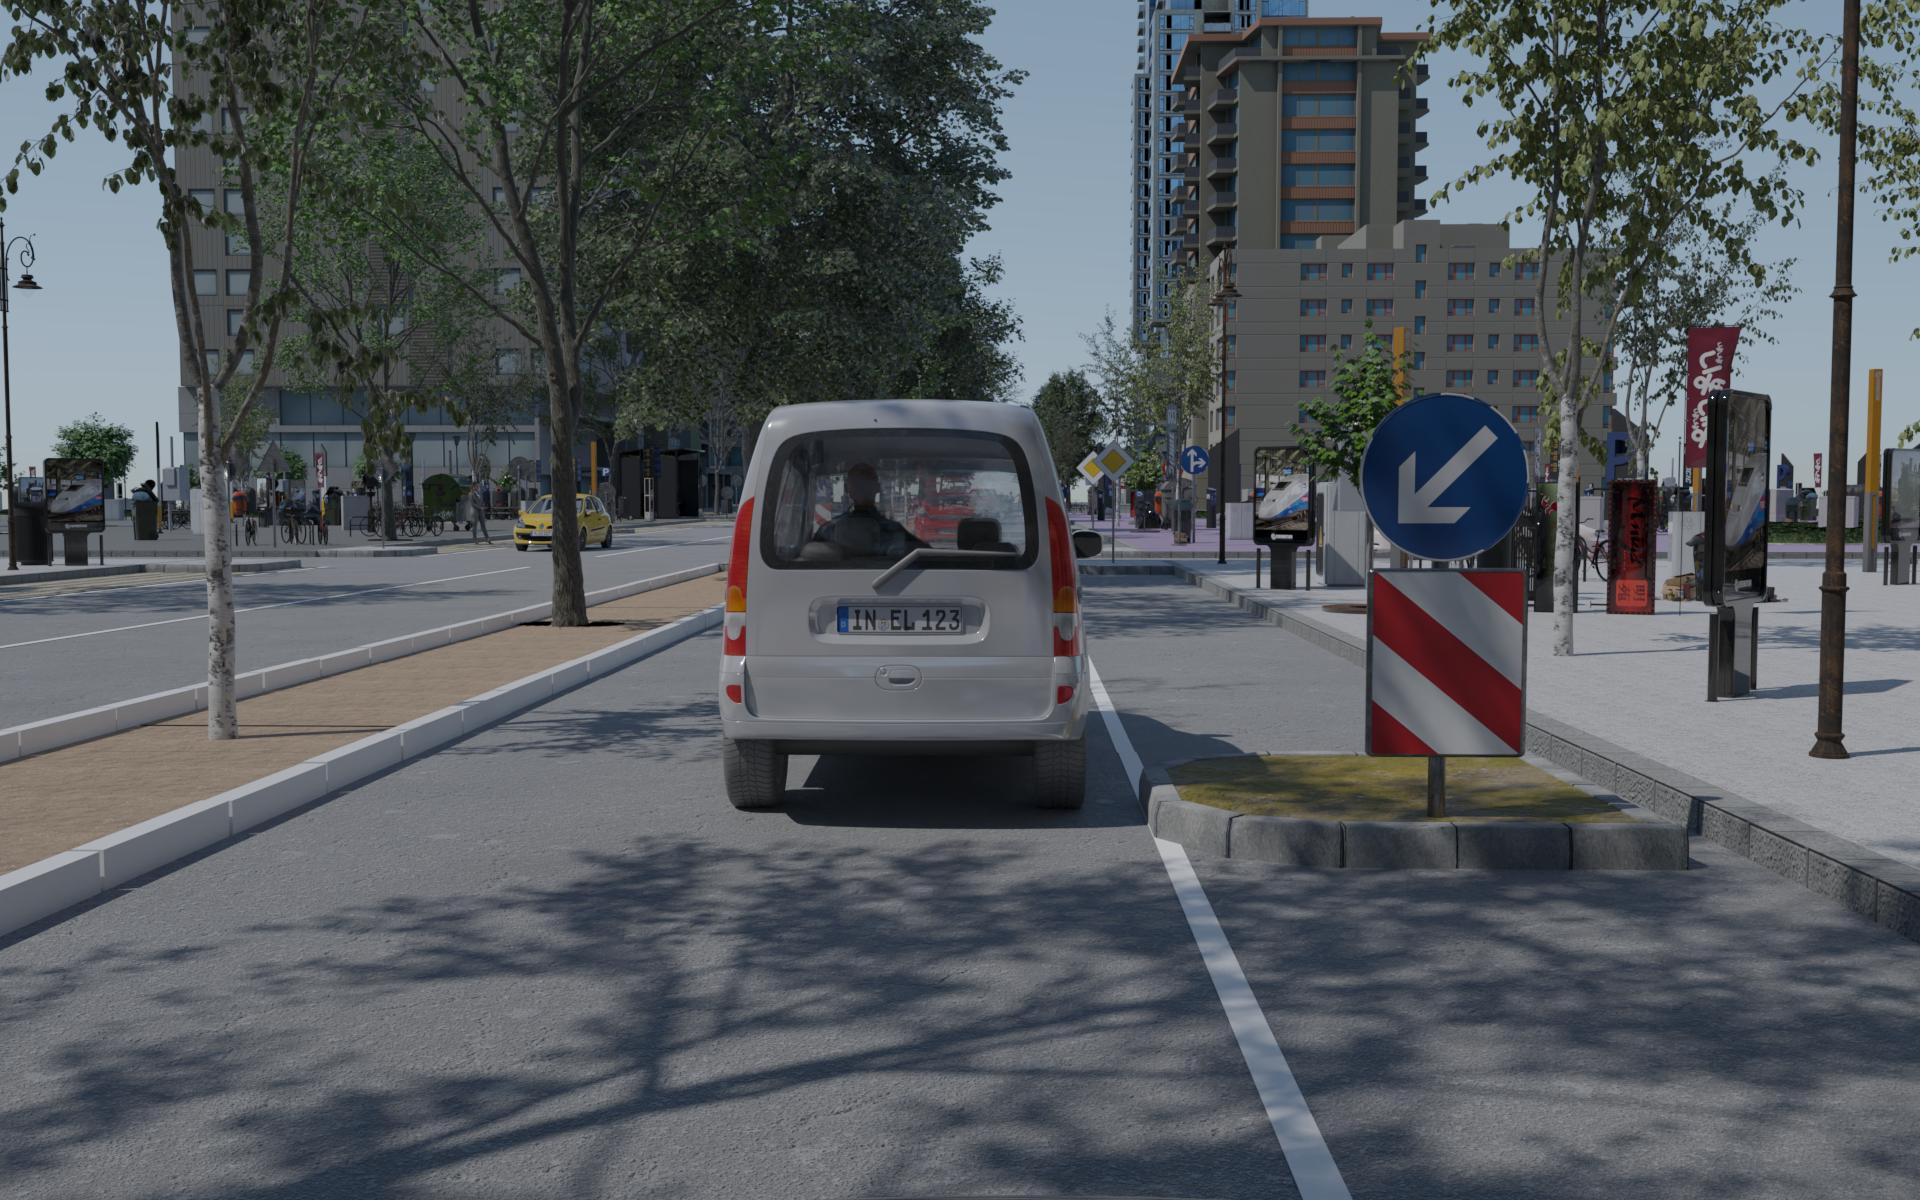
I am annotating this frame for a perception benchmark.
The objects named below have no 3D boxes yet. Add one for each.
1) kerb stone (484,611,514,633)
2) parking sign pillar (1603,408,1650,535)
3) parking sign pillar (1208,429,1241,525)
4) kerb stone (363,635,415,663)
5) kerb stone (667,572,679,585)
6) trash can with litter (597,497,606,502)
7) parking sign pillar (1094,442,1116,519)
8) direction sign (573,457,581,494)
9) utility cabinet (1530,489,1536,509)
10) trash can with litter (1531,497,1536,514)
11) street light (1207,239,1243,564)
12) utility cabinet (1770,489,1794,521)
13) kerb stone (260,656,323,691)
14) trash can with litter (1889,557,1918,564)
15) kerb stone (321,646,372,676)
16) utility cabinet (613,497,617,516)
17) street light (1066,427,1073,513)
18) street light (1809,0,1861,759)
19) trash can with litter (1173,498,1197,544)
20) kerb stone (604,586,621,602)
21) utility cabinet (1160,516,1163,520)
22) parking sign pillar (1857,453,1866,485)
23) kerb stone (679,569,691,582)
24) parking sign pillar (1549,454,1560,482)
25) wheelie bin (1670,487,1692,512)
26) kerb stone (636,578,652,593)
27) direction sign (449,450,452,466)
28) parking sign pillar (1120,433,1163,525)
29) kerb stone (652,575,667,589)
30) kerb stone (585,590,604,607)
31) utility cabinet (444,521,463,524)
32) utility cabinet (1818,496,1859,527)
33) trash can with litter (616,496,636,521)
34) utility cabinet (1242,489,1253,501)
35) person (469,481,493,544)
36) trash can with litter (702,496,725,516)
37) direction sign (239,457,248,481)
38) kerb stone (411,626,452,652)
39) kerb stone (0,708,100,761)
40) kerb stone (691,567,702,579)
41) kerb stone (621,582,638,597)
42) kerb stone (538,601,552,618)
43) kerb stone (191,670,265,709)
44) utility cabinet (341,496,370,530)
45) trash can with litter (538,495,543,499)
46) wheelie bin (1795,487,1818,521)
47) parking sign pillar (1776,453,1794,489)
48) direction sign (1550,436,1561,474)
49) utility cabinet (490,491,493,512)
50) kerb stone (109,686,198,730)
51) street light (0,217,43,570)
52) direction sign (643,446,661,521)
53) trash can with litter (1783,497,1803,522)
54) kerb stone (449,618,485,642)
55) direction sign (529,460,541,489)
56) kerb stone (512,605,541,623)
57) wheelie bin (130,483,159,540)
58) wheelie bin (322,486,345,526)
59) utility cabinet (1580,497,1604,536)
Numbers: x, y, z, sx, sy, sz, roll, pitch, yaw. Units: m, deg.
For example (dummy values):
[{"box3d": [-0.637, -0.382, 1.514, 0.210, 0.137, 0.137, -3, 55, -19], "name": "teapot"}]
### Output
[{"box3d": [-4.894, 0.252, 18.107, 0.120, 0.150, 1.000, 0, 4, 2], "name": "kerb stone"}, {"box3d": [20.779, -4.006, 53.968, 1.447, 3.967, 1.447, -2, 4, -31], "name": "parking sign pillar"}, {"box3d": [10.950, -5.091, 71.716, 1.447, 3.967, 1.447, 2, 4, 25], "name": "parking sign pillar"}, {"box3d": [-4.982, 0.439, 15.024, 0.120, 0.150, 1.000, 0, 4, 2], "name": "kerb stone"}, {"box3d": [-4.625, -0.314, 27.336, 0.120, 0.150, 1.000, 0, 4, 2], "name": "kerb stone"}, {"box3d": [-18.981, -4.971, 92.670, 0.624, 1.170, 1.055, -3, 4, -36], "name": "trash can with litter"}, {"box3d": [7.721, -6.247, 90.606, 1.447, 3.967, 1.447, 3, 5, 40], "name": "parking sign pillar"}, {"box3d": [-23.258, -6.914, 105.042, 0.876, 3.537, 0.379, 3, 4, 37], "name": "direction sign"}, {"box3d": [24.007, -3.882, 72.145, 1.173, 1.500, 0.318, -3, 5, -41], "name": "utility cabinet"}, {"box3d": [32.026, -5.110, 94.604, 1.678, 1.210, 2.233, -3, 5, -42], "name": "trash can with litter"}, {"box3d": [4.826, -3.604, 31.712, 0.468, 5.910, 1.993, 0, 4, 2], "name": "street light"}, {"box3d": [34.817, -3.956, 73.357, 1.173, 1.500, 0.318, -2, 4, -30], "name": "utility cabinet"}, {"box3d": [-5.051, 0.564, 12.975, 0.120, 0.150, 1.000, 0, 4, 2], "name": "kerb stone"}, {"box3d": [17.991, -1.270, 31.824, 2.233, 1.210, 1.678, 0, 4, -7], "name": "trash can with litter"}, {"box3d": [-5.020, 0.510, 13.998, 0.120, 0.150, 1.000, 0, 4, 2], "name": "kerb stone"}, {"box3d": [-19.688, -5.522, 98.961, 0.318, 1.500, 1.173, 2, 4, 31], "name": "utility cabinet"}, {"box3d": [7.551, -8.978, 119.584, 0.468, 5.910, 1.993, 0, 4, 2], "name": "street light"}, {"box3d": [4.244, -2.171, 8.280, 0.468, 5.910, 1.993, 0, 4, 2], "name": "street light"}, {"box3d": [5.830, -2.057, 45.017, 0.624, 1.170, 1.055, 1, 4, 8], "name": "trash can with litter"}, {"box3d": [-4.750, -0.058, 23.234, 0.120, 0.150, 1.000, 0, 4, 2], "name": "kerb stone"}, {"box3d": [9.562, -4.357, 82.393, 0.306, 1.237, 1.020, 0, 4, -2], "name": "utility cabinet"}, {"box3d": [51.014, -6.660, 97.368, 1.447, 3.967, 1.447, 0, 4, -6], "name": "parking sign pillar"}, {"box3d": [-4.592, -0.377, 28.358, 0.120, 0.150, 1.000, 0, 4, 2], "name": "kerb stone"}, {"box3d": [38.261, -7.506, 111.198, 1.447, 3.967, 1.447, -2, 4, -23], "name": "parking sign pillar"}, {"box3d": [31.739, -4.168, 76.051, 0.980, 1.594, 0.693, 0, 4, -4], "name": "wheelie bin"}, {"box3d": [-4.693, -0.189, 25.289, 0.120, 0.150, 1.000, 0, 4, 2], "name": "kerb stone"}, {"box3d": [-26.454, -5.992, 89.966, 0.379, 3.537, 0.876, -1, 4, -23], "name": "direction sign"}, {"box3d": [7.806, -5.161, 72.853, 1.447, 3.967, 1.447, 2, 4, 28], "name": "parking sign pillar"}, {"box3d": [-4.653, -0.252, 26.311, 0.120, 0.150, 1.000, 0, 4, 2], "name": "kerb stone"}, {"box3d": [-4.776, -0.001, 22.211, 0.120, 0.150, 1.000, 0, 4, 2], "name": "kerb stone"}, {"box3d": [-22.039, -3.912, 75.128, 1.020, 1.237, 0.306, 2, 4, 27], "name": "utility cabinet"}, {"box3d": [25.614, -2.406, 50.502, 0.306, 1.237, 1.020, -3, 5, -41], "name": "utility cabinet"}, {"box3d": [-16.822, -4.491, 84.482, 2.233, 1.210, 1.678, -1, 4, -15], "name": "trash can with litter"}, {"box3d": [12.625, -4.087, 75.505, 0.318, 1.500, 1.173, 2, 4, 31], "name": "utility cabinet"}, {"box3d": [-13.618, -2.472, 49.192, 0.573, 1.790, 0.520, 1, 4, 10], "name": "person"}, {"box3d": [-14.919, -5.534, 101.541, 2.233, 1.210, 1.678, 0, 3, 0], "name": "trash can with litter"}, {"box3d": [-43.361, -6.903, 104.863, 0.876, 3.537, 0.379, 2, 4, 31], "name": "direction sign"}, {"box3d": [-4.957, 0.377, 16.052, 0.120, 0.150, 1.000, 0, 4, 2], "name": "kerb stone"}, {"box3d": [-5.139, 0.752, 9.895, 0.120, 0.150, 1.000, 0, 4, 2], "name": "kerb stone"}, {"box3d": [-4.561, -0.437, 29.380, 0.120, 0.150, 1.000, 0, 4, 2], "name": "kerb stone"}, {"box3d": [-4.715, -0.122, 24.260, 0.120, 0.150, 1.000, 0, 4, 2], "name": "kerb stone"}, {"box3d": [-4.841, 0.125, 20.158, 0.120, 0.150, 1.000, 0, 4, 2], "name": "kerb stone"}, {"box3d": [-5.082, 0.627, 11.939, 0.120, 0.150, 1.000, 0, 4, 2], "name": "kerb stone"}, {"box3d": [-21.490, -3.092, 61.716, 1.020, 1.237, 0.306, -2, 4, -34], "name": "utility cabinet"}, {"box3d": [-24.917, -5.533, 101.517, 2.233, 1.210, 1.678, 0, 4, -2], "name": "trash can with litter"}, {"box3d": [42.997, -4.905, 88.102, 0.693, 1.594, 0.980, -3, 5, -43], "name": "wheelie bin"}, {"box3d": [54.138, -7.657, 113.660, 1.447, 3.967, 1.447, 0, 4, -4], "name": "parking sign pillar"}, {"box3d": [23.408, -4.623, 67.576, 0.379, 3.537, 0.876, -3, 5, -40], "name": "direction sign"}, {"box3d": [-30.550, -6.346, 112.440, 0.318, 1.500, 1.173, 2, 4, 34], "name": "utility cabinet"}, {"box3d": [-5.115, 0.690, 10.917, 0.120, 0.150, 1.000, 0, 4, 2], "name": "kerb stone"}, {"box3d": [-15.982, -3.441, 29.052, 0.468, 5.910, 1.993, 0, 4, 2], "name": "street light"}, {"box3d": [-14.692, -5.546, 82.666, 0.876, 3.537, 0.379, -2, 4, -35], "name": "direction sign"}, {"box3d": [33.088, -3.513, 68.823, 0.624, 1.170, 1.055, 2, 4, 32], "name": "trash can with litter"}, {"box3d": [-4.922, 0.313, 17.080, 0.120, 0.150, 1.000, 0, 4, 2], "name": "kerb stone"}, {"box3d": [-28.262, -7.536, 115.203, 0.876, 3.537, 0.379, 1, 4, 13], "name": "direction sign"}, {"box3d": [-4.857, 0.188, 19.129, 0.120, 0.150, 1.000, 0, 4, 2], "name": "kerb stone"}, {"box3d": [-22.662, -2.460, 48.129, 0.693, 1.594, 0.980, -3, 4, -36], "name": "wheelie bin"}, {"box3d": [-25.532, -3.842, 70.729, 0.693, 1.594, 0.980, 1, 4, 13], "name": "wheelie bin"}, {"box3d": [15.148, -1.902, 42.258, 1.020, 1.237, 0.306, 2, 4, 35], "name": "utility cabinet"}]
